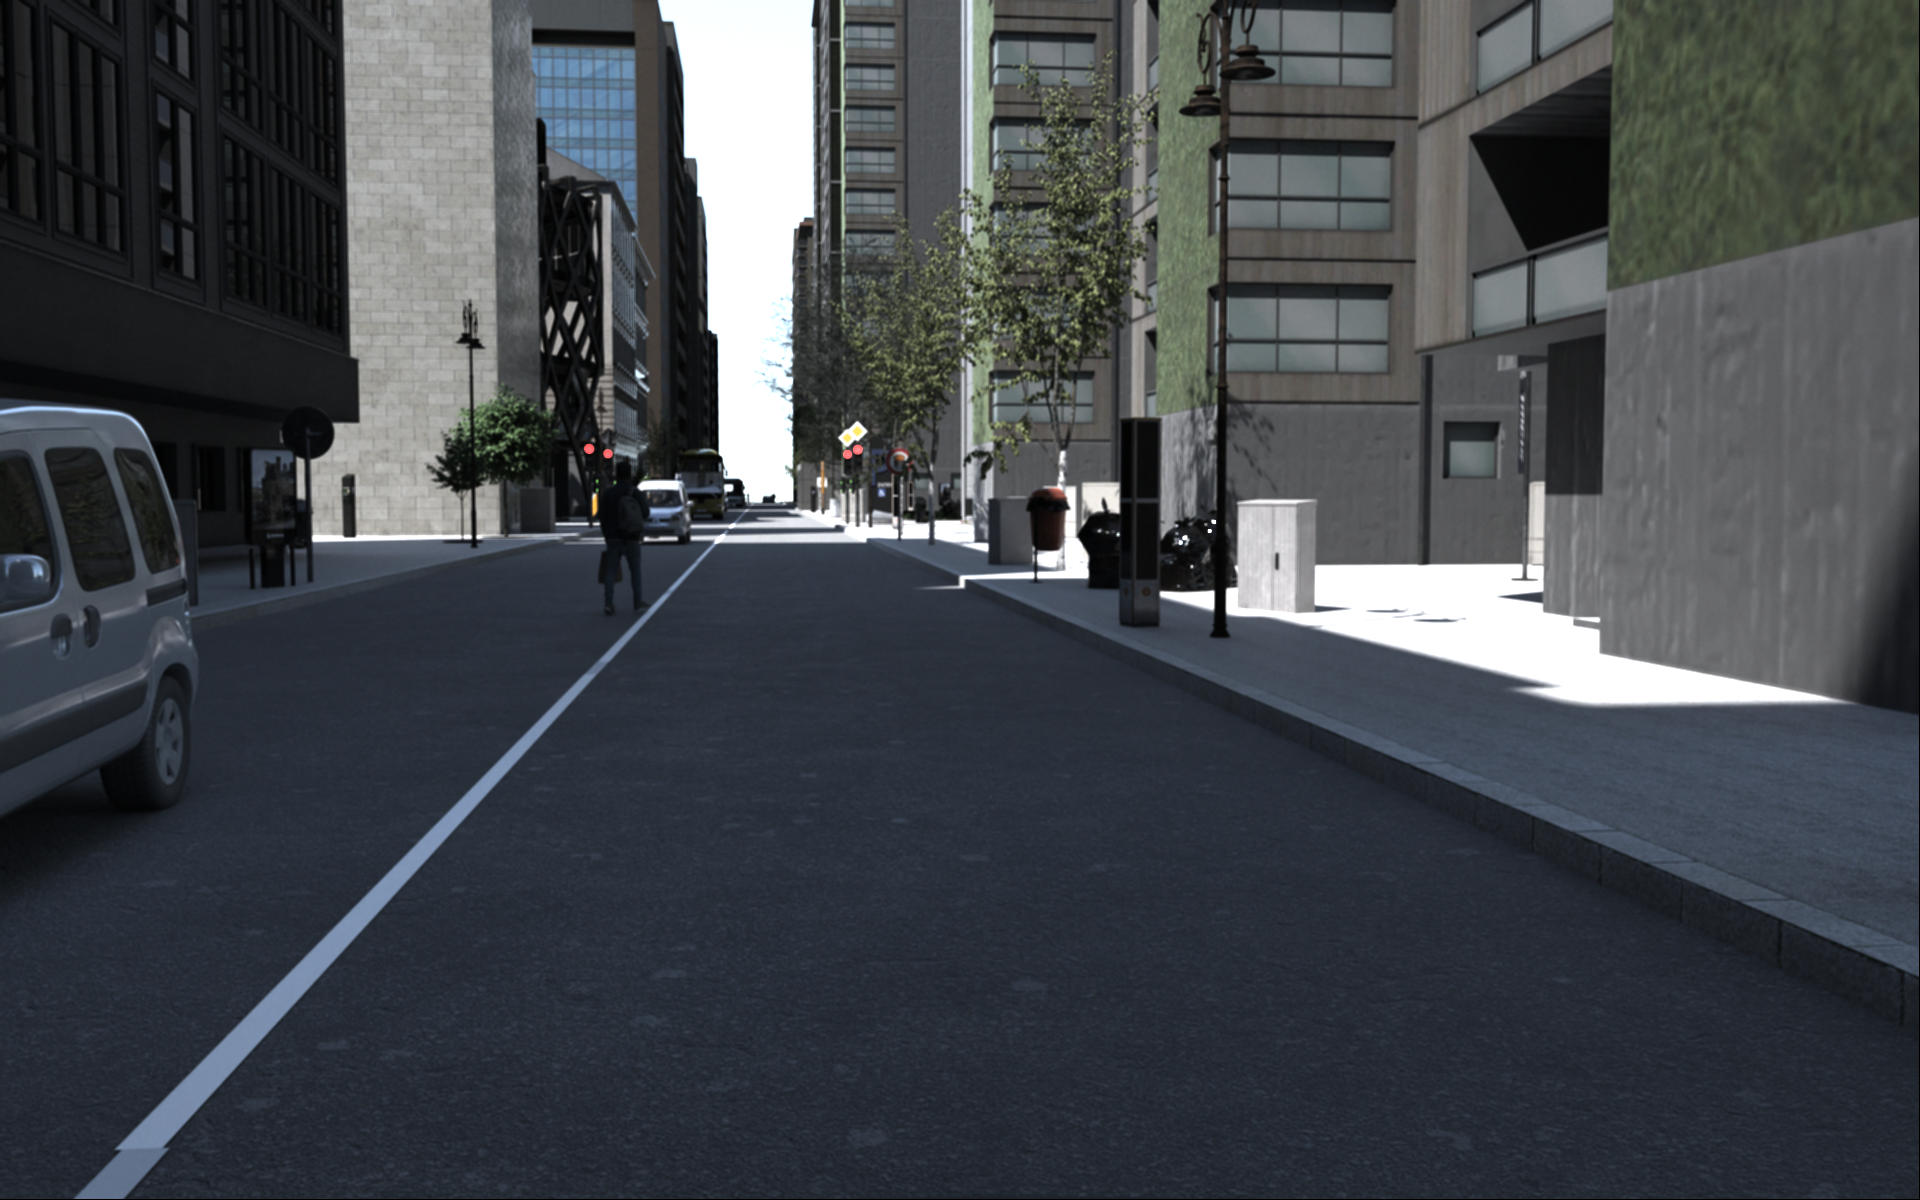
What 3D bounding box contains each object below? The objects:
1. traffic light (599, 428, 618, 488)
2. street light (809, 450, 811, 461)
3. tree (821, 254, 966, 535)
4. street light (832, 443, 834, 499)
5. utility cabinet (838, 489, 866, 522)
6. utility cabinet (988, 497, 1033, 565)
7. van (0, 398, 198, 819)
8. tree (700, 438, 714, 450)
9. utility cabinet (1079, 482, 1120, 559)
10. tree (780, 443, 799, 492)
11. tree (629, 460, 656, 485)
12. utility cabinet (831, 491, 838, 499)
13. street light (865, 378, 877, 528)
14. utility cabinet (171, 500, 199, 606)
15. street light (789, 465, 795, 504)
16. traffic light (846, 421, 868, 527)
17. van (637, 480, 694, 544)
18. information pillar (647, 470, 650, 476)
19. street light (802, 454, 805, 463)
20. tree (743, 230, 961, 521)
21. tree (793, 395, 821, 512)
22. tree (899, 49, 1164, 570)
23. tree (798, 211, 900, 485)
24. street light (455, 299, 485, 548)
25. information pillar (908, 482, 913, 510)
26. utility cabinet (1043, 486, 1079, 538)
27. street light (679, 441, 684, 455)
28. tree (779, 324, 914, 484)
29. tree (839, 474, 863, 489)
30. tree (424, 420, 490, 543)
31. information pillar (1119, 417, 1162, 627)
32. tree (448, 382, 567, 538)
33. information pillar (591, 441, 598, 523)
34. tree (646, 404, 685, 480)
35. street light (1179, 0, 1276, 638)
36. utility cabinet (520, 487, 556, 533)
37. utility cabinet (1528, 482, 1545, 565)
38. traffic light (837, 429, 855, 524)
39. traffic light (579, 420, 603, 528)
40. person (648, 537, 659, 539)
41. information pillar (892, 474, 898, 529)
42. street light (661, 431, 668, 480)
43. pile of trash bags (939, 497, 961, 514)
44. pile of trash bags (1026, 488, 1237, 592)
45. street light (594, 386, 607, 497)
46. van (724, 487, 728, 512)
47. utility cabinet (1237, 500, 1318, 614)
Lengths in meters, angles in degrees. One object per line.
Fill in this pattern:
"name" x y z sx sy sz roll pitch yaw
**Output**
"traffic light" -14.860 -5.166 73.386 0.839 4.253 0.868 0 4 -6
"street light" -12.873 -10.772 148.907 0.468 5.910 1.993 0 4 -6
"tree" -1.820 -6.327 53.810 4.360 8.622 3.978 0 3 0
"street light" -7.247 -7.716 98.939 0.468 5.910 1.993 0 4 -6
"utility cabinet" -4.809 -4.242 78.034 1.173 1.500 0.318 2 4 31
"utility cabinet" 0.933 -1.262 31.795 0.306 1.237 1.020 3 5 40
"van" -4.228 0.034 6.449 2.013 2.044 4.112 0 4 -8
"tree" -33.802 -16.761 224.401 4.737 8.622 4.395 0 3 0
"utility cabinet" 2.891 -1.507 33.319 0.318 1.500 1.173 -3 5 -44
"tree" -22.114 -17.358 234.172 4.737 8.622 4.395 0 3 0
"tree" -18.136 -6.358 98.548 1.663 3.219 1.824 0 3 0
"utility cabinet" -8.913 -7.307 128.150 1.173 1.500 0.318 -1 4 -13
"street light" -3.406 -5.687 65.775 0.468 5.910 1.993 0 4 -6
"utility cabinet" -9.265 -0.526 19.769 1.020 1.237 0.306 -1 4 -22
"street light" -21.548 -15.420 224.900 0.468 5.910 1.993 0 4 -6
"traffic light" -3.959 -4.751 66.605 0.839 4.253 0.868 0 4 -6
"van" -8.770 -2.668 50.638 2.013 2.044 4.112 0 4 -6
"information pillar" -26.093 -9.383 144.774 0.504 3.616 0.183 3 5 42
"street light" -15.817 -12.369 175.018 0.468 5.910 1.993 0 4 -6
"tree" -4.977 -10.435 80.977 12.009 13.543 11.850 0 3 0
"tree" -10.242 -10.774 126.518 4.360 8.622 3.978 0 3 0
"tree" 1.610 -4.820 29.176 4.737 8.622 4.395 0 3 0
"tree" -0.952 -5.702 43.589 4.737 8.622 4.395 0 3 0
"street light" -11.620 -4.187 41.253 0.468 5.910 1.993 0 4 -6
"information pillar" -3.048 -6.268 106.980 0.304 2.012 0.304 0 4 -5
"utility cabinet" 2.983 -2.549 50.349 1.173 1.500 0.318 3 4 39
"street light" -24.018 -10.817 149.642 0.468 5.910 1.993 0 4 -6
"tree" -6.094 -9.665 92.430 7.601 10.594 8.767 -2 4 -25
"tree" -6.725 -6.780 105.456 1.663 3.219 1.824 0 3 0
"tree" -13.271 -3.122 45.651 1.663 3.219 1.824 0 3 0
"information pillar" 1.747 -0.753 16.808 0.304 2.012 0.304 -1 4 -21
"tree" -13.282 -4.108 50.878 4.285 4.588 4.351 0 3 0
"information pillar" -16.103 -5.191 76.221 0.183 3.616 0.504 -3 4 -38
"tree" -24.078 -11.508 138.519 4.737 8.622 4.395 0 3 0
"street light" 2.334 -2.605 15.374 0.468 5.910 1.993 0 4 -6
"utility cabinet" -13.891 -2.951 56.935 1.173 1.500 0.318 1 4 21
"utility cabinet" 10.807 -1.365 31.001 1.173 1.500 0.318 0 4 2
"traffic light" -4.865 -5.237 74.538 0.839 4.253 0.868 0 4 -6
"traffic light" -13.954 -4.681 65.452 0.839 4.253 0.868 0 4 -6
"person" -9.817 -2.615 55.541 0.394 1.301 0.425 0 4 7
"information pillar" -2.284 -3.574 62.922 0.304 2.012 0.304 0 4 8
"street light" -21.131 -9.262 124.218 0.468 5.910 1.993 0 4 -6
"pile of trash bags" 0.277 -5.765 104.006 3.447 1.369 1.912 3 5 39
"pile of trash bags" 2.278 -0.887 24.250 3.447 1.369 1.912 3 5 43
"street light" -15.333 -6.198 74.132 0.468 5.910 1.993 0 4 -6
"van" -20.315 -8.516 143.625 2.240 2.365 5.245 0 4 -6
"utility cabinet" 3.466 -0.482 19.035 0.306 1.237 1.020 -2 4 -29
